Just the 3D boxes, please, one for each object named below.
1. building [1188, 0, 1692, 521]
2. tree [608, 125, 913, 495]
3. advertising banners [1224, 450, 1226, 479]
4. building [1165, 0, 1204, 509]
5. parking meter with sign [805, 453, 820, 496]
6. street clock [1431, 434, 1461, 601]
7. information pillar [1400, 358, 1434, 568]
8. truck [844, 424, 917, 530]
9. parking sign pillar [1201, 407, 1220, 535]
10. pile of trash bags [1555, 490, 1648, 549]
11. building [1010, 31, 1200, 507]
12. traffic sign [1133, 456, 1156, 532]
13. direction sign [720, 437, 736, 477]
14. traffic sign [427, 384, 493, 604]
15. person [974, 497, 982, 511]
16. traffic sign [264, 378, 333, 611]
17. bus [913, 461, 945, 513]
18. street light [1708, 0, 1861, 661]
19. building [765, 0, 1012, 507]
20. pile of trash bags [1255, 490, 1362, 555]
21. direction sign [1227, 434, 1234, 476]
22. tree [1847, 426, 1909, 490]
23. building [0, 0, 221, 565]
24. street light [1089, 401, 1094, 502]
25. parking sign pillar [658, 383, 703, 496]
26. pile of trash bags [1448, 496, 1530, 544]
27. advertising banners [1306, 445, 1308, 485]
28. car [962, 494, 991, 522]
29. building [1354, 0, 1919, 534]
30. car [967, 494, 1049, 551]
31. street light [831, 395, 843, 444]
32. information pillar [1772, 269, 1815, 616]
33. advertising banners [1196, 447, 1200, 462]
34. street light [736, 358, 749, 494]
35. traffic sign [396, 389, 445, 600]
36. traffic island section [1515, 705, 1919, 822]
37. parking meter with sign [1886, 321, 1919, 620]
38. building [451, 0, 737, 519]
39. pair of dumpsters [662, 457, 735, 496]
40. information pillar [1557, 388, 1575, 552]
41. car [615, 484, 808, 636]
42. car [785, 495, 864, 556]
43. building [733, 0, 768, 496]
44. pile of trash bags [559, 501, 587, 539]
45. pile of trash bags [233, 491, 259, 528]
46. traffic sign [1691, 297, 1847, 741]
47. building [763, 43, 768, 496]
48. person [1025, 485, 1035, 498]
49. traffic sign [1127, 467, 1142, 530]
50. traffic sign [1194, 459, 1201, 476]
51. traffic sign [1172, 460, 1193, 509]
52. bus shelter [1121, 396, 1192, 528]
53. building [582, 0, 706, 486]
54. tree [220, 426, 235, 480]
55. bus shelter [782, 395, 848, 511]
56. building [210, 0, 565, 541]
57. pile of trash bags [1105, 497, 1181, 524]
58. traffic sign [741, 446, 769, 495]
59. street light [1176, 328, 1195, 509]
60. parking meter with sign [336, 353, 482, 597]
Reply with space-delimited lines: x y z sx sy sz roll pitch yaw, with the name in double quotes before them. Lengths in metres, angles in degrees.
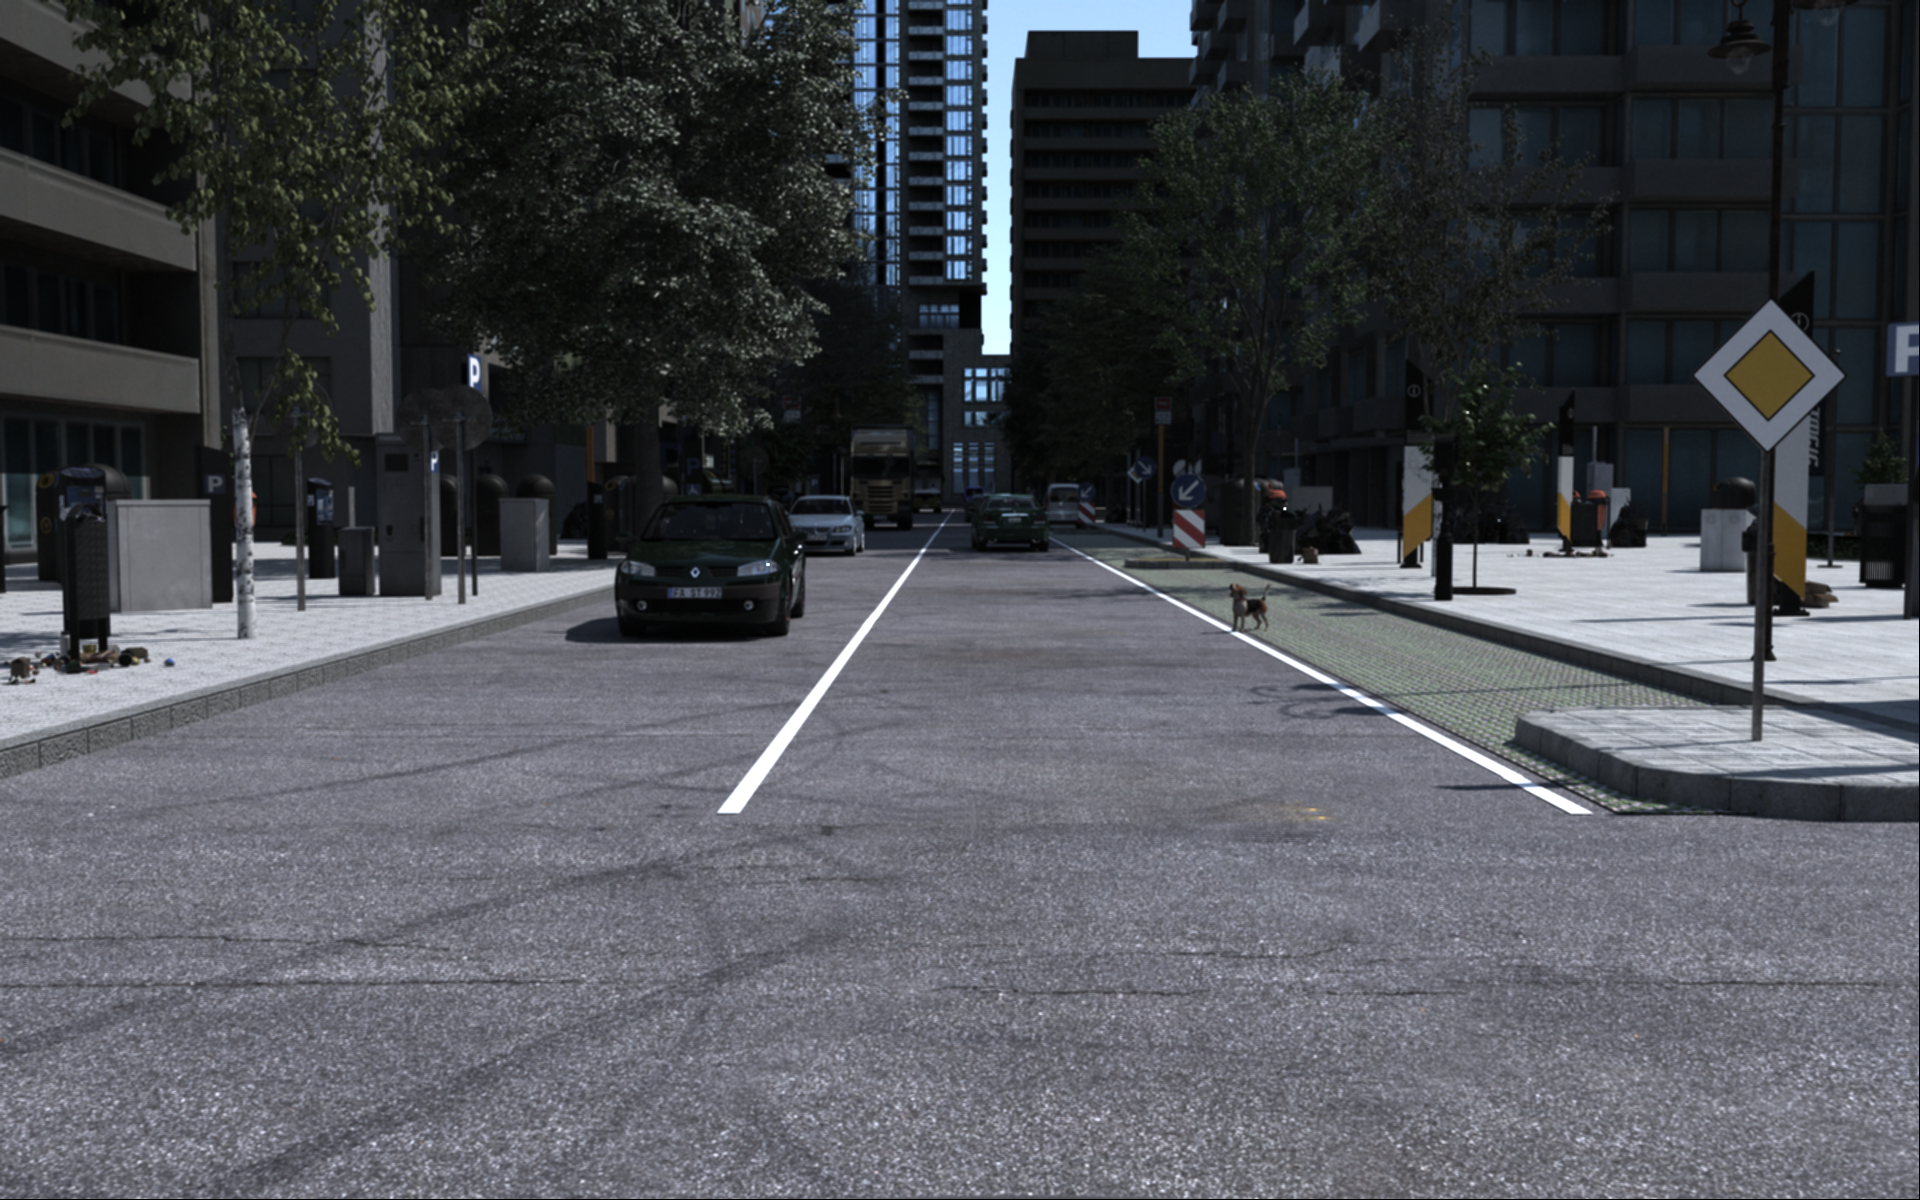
"building" 26.054 -29.709 105.345 23.786 49.044 30.456 0 4 0
"tree" -6.433 -8.868 55.355 12.009 13.543 11.850 0 3 0
"advertising banners" 10.438 -4.409 68.280 0.090 3.025 2.074 1 4 10
"building" 26.598 -50.287 134.870 22.319 86.520 31.000 0 4 0
"parking meter with sign" -5.758 -4.348 67.355 0.543 3.016 1.738 -1 4 -19
"street clock" 5.848 -0.998 20.880 0.358 2.002 0.471 2 4 24
"information pillar" 7.905 -2.360 29.939 0.504 3.616 0.183 0 4 3
"truck" -3.151 -5.056 71.584 2.839 4.237 11.283 0 4 -1
"parking sign pillar" 7.835 -4.026 54.298 1.447 3.967 1.447 0 4 2
"pile of trash bags" 15.550 -1.958 41.763 1.912 1.369 3.447 2 4 26
"building" 16.101 -34.375 185.731 21.600 48.544 21.300 0 4 0
"traffic sign" 6.226 -3.567 58.421 0.768 2.556 0.104 0 4 3
"direction sign" -9.288 -4.738 69.464 0.876 3.537 0.379 3 5 40
"traffic sign" -5.815 -1.225 20.141 0.768 2.556 0.104 0 4 3
"person" 0.829 -3.592 71.508 0.475 1.303 0.640 -1 4 -12
"traffic sign" -7.240 -1.154 18.967 0.768 2.556 0.104 0 4 4
"bus" -2.603 -8.628 132.608 2.896 3.916 12.252 0 4 0
"street light" 6.209 -2.472 13.203 0.468 5.910 1.993 0 4 0
"building" -10.201 -53.296 184.067 31.000 86.520 22.319 0 4 0
"pile of trash bags" 7.404 -1.731 38.060 1.912 1.369 3.447 -1 4 -10
"direction sign" 10.212 -4.493 65.464 0.379 3.537 0.876 0 4 -6
"tree" 26.274 -3.370 49.694 1.663 3.219 1.824 0 3 0
"building" -26.850 -24.611 26.097 21.300 48.544 21.600 0 4 0
"street light" 6.359 -6.783 83.695 0.468 5.910 1.993 0 4 0
"parking sign pillar" -6.318 -3.192 40.656 1.447 3.967 1.447 -1 4 -14
"pile of trash bags" 14.316 -2.154 44.972 3.447 1.369 1.912 1 4 12
"advertising banners" 12.571 -4.070 62.732 0.090 3.025 2.074 1 4 12
"car" 1.189 -4.740 89.290 2.131 1.459 4.920 0 4 -1
"building" 25.774 -27.432 68.115 23.786 49.044 30.456 0 4 0
"car" 1.266 -2.013 44.709 2.131 1.459 4.920 0 4 -2
"street light" -5.643 -6.531 79.570 0.468 5.910 1.993 0 4 0
"information pillar" 8.669 -1.640 18.165 0.504 3.616 0.183 0 4 2
"advertising banners" 8.886 -4.116 63.486 0.090 3.025 2.074 0 4 -4
"street light" -5.702 -4.382 44.440 0.468 5.910 1.993 0 4 0
"traffic sign" -6.446 -1.275 20.947 0.768 2.556 0.104 0 4 5
"traffic island section" 4.164 0.811 9.020 2.009 0.180 2.903 0 4 0
"parking meter with sign" 10.308 -1.335 18.091 1.738 3.016 0.543 -3 4 -39
"building" -21.467 -25.786 105.197 14.154 41.232 14.086 0 4 0
"pair of dumpsters" -6.799 -2.562 44.377 1.574 2.255 4.437 0 4 0
"information pillar" 13.408 -2.872 38.314 0.504 3.616 0.183 -3 5 -39
"car" -2.621 -0.548 18.750 2.009 1.686 4.222 0 4 -2
"car" -3.258 -1.799 41.408 2.014 1.417 4.499 0 4 1
"building" -21.057 -28.699 119.335 14.600 45.320 14.200 0 4 0
"pile of trash bags" -10.208 -2.496 50.564 1.912 1.369 3.447 1 4 14
"pile of trash bags" -18.097 -1.864 40.237 3.447 1.369 1.912 -3 4 -38
"traffic sign" 4.140 -0.324 8.943 0.795 2.450 0.064 0 4 0
"building" -29.097 -29.719 140.527 28.867 44.769 22.147 0 4 0
"person" 2.370 -3.150 60.757 0.760 1.731 0.466 2 4 35
"traffic sign" 6.329 -3.703 61.729 0.795 2.450 0.064 0 4 8
"traffic sign" 8.781 -3.801 62.255 0.768 2.556 0.104 0 4 1
"traffic sign" 8.244 -3.918 64.159 0.768 2.556 0.104 0 4 1
"bus shelter" 7.630 -5.581 68.876 2.179 5.291 8.768 0 4 0
"building" -21.488 -19.537 91.127 14.160 30.474 14.107 0 4 0
"tree" -18.667 -2.951 42.853 1.663 3.219 1.824 0 3 0
"bus shelter" -6.109 -5.838 73.083 2.179 5.291 8.768 0 4 0
"building" -19.842 -22.538 52.094 14.154 41.232 14.086 0 4 0
"pile of trash bags" 8.065 -4.048 75.942 3.447 1.369 1.912 1 4 9
"traffic sign" -5.484 -2.825 46.290 0.768 2.556 0.104 0 4 7
"street light" 6.317 -4.610 48.163 0.468 5.910 1.993 0 4 0
"parking meter with sign" -6.949 -1.562 21.805 1.738 3.016 0.543 0 4 2
